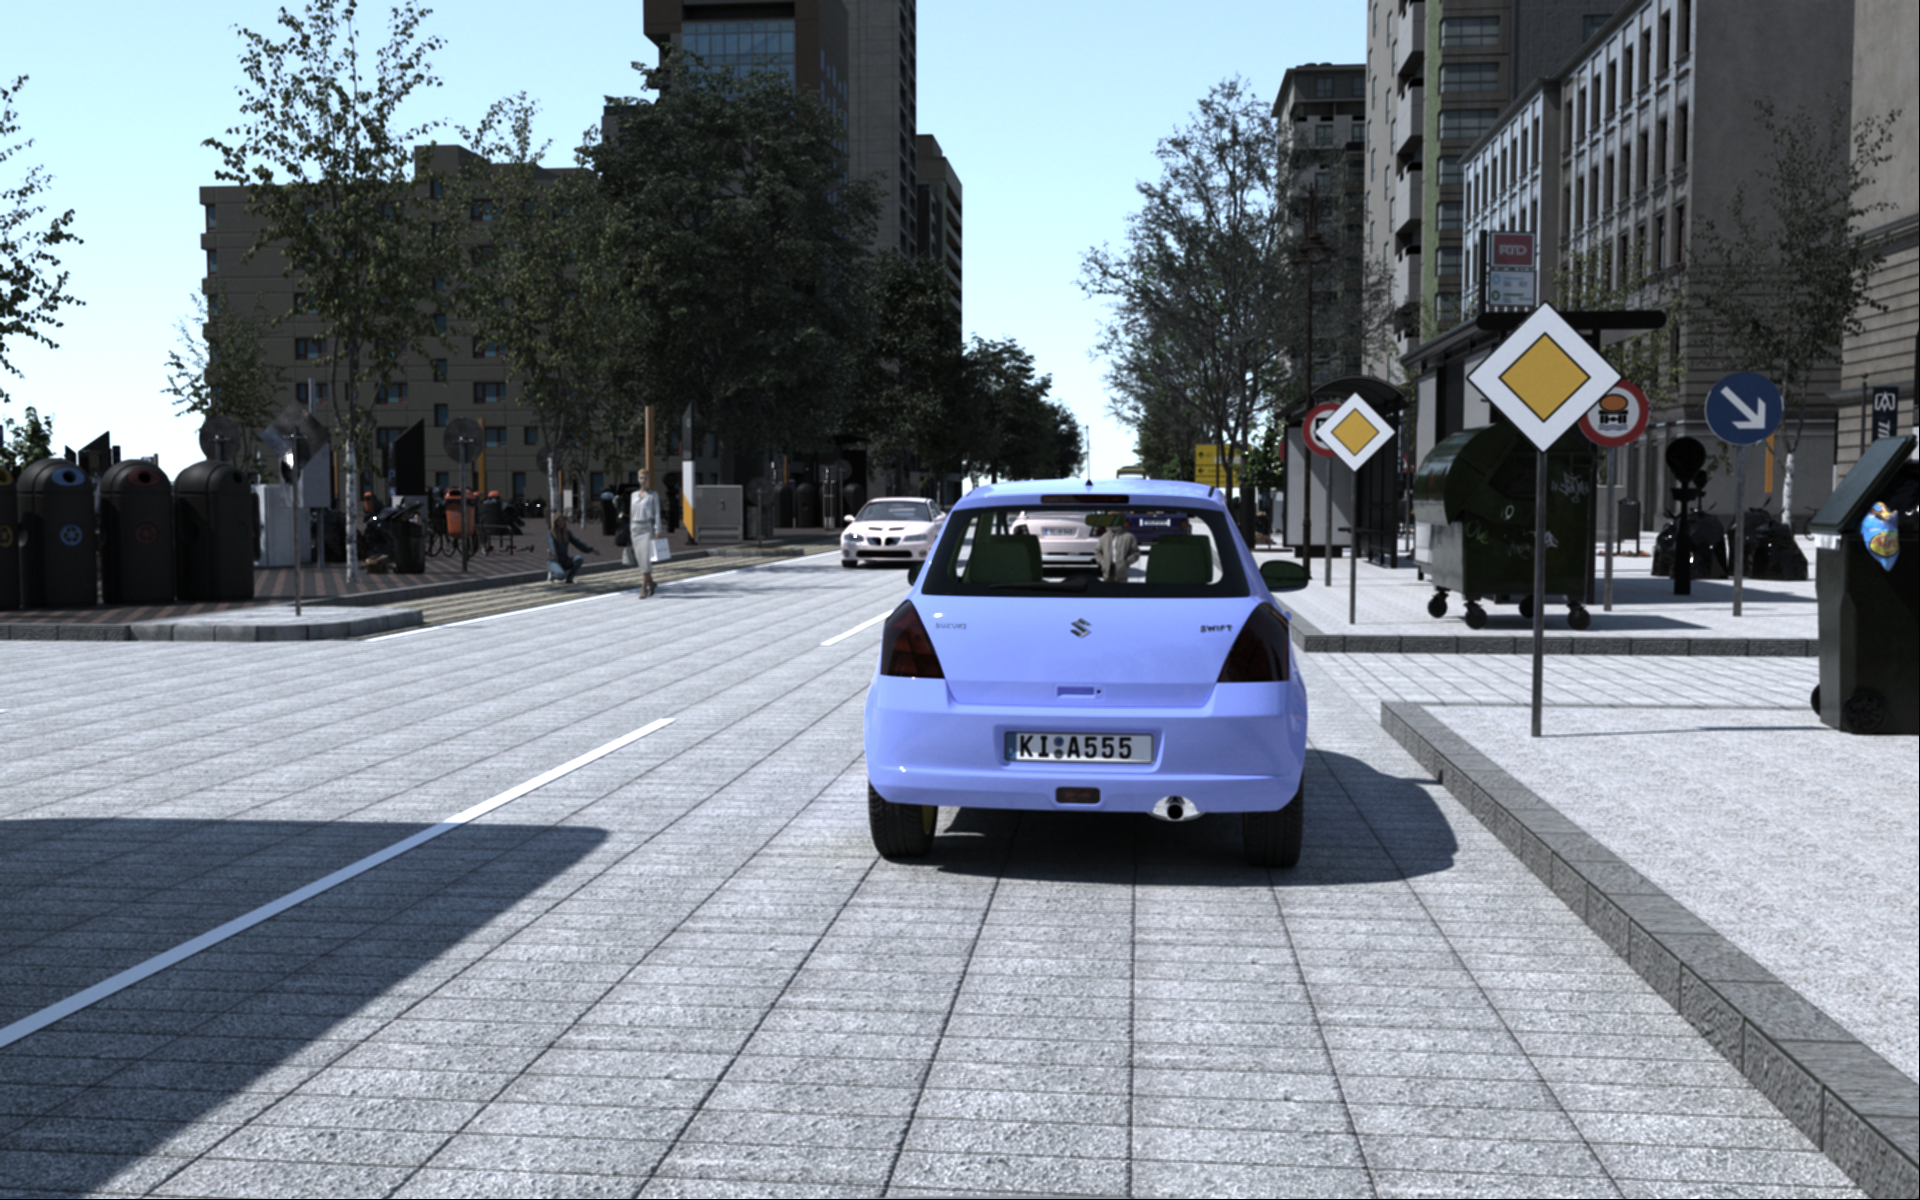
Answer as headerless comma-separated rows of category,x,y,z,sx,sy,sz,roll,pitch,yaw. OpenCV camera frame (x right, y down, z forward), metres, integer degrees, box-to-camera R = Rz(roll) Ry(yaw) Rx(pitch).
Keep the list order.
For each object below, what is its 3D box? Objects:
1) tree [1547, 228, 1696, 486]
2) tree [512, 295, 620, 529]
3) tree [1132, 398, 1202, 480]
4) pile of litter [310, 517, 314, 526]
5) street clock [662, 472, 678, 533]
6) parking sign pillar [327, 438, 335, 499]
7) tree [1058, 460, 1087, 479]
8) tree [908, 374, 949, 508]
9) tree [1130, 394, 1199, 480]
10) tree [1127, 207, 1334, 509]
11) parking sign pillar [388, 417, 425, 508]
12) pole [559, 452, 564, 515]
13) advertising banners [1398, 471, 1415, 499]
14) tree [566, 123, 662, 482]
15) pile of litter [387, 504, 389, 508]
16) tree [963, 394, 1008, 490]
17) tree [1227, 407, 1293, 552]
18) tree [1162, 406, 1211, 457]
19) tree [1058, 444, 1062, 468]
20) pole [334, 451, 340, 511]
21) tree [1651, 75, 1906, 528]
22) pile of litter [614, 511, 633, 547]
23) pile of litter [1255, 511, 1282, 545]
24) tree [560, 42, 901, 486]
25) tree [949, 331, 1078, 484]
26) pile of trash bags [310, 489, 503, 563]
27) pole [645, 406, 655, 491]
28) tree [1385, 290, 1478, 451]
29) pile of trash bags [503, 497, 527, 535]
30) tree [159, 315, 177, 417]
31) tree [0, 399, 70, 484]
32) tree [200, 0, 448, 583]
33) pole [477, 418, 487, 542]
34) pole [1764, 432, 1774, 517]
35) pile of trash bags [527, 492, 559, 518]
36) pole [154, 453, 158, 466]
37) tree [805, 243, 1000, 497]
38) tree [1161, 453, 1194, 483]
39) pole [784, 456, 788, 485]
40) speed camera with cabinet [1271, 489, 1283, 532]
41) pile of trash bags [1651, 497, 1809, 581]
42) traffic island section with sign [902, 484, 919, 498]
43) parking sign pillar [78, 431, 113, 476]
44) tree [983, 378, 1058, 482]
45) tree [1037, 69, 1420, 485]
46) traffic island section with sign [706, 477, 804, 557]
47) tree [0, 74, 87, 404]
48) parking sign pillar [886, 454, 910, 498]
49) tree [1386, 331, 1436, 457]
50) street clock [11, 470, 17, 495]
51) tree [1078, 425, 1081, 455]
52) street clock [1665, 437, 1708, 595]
tree,18.278,-6.025,48.874,4.737,8.622,4.395,0,3,0
tree,-14.045,-6.907,63.289,4.360,8.622,3.978,0,3,0
tree,23.931,-16.928,193.781,9.611,12.733,9.660,0,3,0
pile of litter,-16.920,-1.781,43.077,1.719,0.858,1.176,2,4,31
street clock,-9.591,-3.229,57.365,0.471,2.002,0.358,-2,4,-34
parking sign pillar,-28.528,-5.419,77.080,1.447,3.967,1.447,1,4,11
tree,14.712,-19.447,252.366,8.767,10.594,7.601,-2,4,-29
tree,-1.479,-9.265,101.839,4.737,8.622,4.395,0,3,0
tree,21.195,-15.917,178.377,7.486,12.596,7.792,0,3,0
tree,9.916,-8.466,64.167,9.928,11.665,9.643,0,3,0
parking sign pillar,-19.319,-4.403,60.460,1.447,3.967,1.447,2,4,31
pole,-19.136,-5.458,83.086,0.158,3.312,0.155,0,3,0
advertising banners,20.501,-5.137,80.173,2.074,3.025,0.090,1,4,10
tree,-7.517,-4.989,31.934,4.737,8.622,4.395,0,3,0
pile of litter,-29.231,-4.579,88.839,1.719,0.858,1.176,-1,4,-13
tree,1.151,-10.479,121.701,4.360,8.622,3.978,0,3,0
tree,6.930,-2.703,38.795,1.663,3.219,1.824,0,3,0
tree,18.809,-11.862,144.313,4.737,8.622,4.395,0,3,0
tree,6.869,-16.295,184.548,7.486,12.596,7.792,0,3,0
pole,-29.721,-5.429,82.609,0.158,3.312,0.155,0,3,0
tree,14.935,-4.951,31.307,4.360,8.622,3.978,0,3,0
pile of litter,-8.059,-1.772,42.934,1.176,0.858,1.719,0,4,3
pile of litter,7.477,-1.856,44.303,1.176,0.858,1.719,-1,4,-22
tree,-6.703,-8.775,50.120,9.857,13.997,8.962,0,3,0
tree,2.810,-14.028,136.017,9.857,13.997,8.962,0,3,0
pile of trash bags,-10.779,-1.418,32.934,3.447,1.369,1.912,1,4,11
pole,-7.204,-2.840,40.284,0.158,3.312,0.155,0,3,0
tree,17.261,-6.811,61.721,4.737,8.622,4.395,0,3,0
pile of trash bags,-14.862,-2.771,55.051,1.912,1.369,3.447,-1,4,-13
tree,-24.339,-6.585,58.028,4.737,8.622,4.395,0,3,0
tree,-18.529,-2.459,34.804,1.663,3.219,1.824,0,3,0
tree,-8.573,-4.558,24.890,4.737,8.622,4.395,0,3,0
pole,-12.798,-3.214,46.392,0.158,3.312,0.155,0,3,0
pole,18.710,-2.826,40.054,0.158,3.312,0.155,0,3,0
pile of trash bags,-22.649,-5.047,92.278,3.447,1.369,1.912,2,4,25
pole,-40.331,-5.695,86.960,0.158,3.312,0.155,0,3,0
tree,-2.702,-9.917,79.155,9.611,12.733,9.660,0,3,0
tree,15.887,-8.441,121.719,4.285,4.588,4.351,0,3,0
pole,-9.213,-5.998,91.916,0.158,3.312,0.155,0,3,0
speed camera with cabinet,10.854,-3.960,59.082,0.660,3.252,2.038,-1,4,-17
pile of trash bags,12.375,-1.012,26.295,3.447,1.369,1.912,1,4,19
traffic island section with sign,-1.904,-3.572,67.026,1.989,1.847,2.006,0,4,6
parking sign pillar,-36.778,-5.215,73.744,1.447,3.967,1.447,0,4,-2
tree,5.183,-15.236,167.234,7.486,12.596,7.792,0,3,0
tree,8.340,-8.616,51.239,12.009,13.543,11.850,0,3,0
traffic island section with sign,-4.697,-1.932,40.216,1.989,1.847,2.006,0,4,6
tree,-16.811,-4.785,28.592,4.737,8.622,4.395,0,3,0
parking sign pillar,-3.279,-6.282,91.188,1.447,3.967,1.447,2,4,35
tree,21.078,-7.753,77.126,4.360,8.622,3.978,0,3,0
street clock,-23.612,-2.388,43.616,0.358,2.002,0.471,3,5,42
tree,12.138,-19.952,232.876,9.857,13.997,8.962,0,3,0
street clock,9.237,-1.072,22.090,0.471,2.002,0.358,2,4,25
